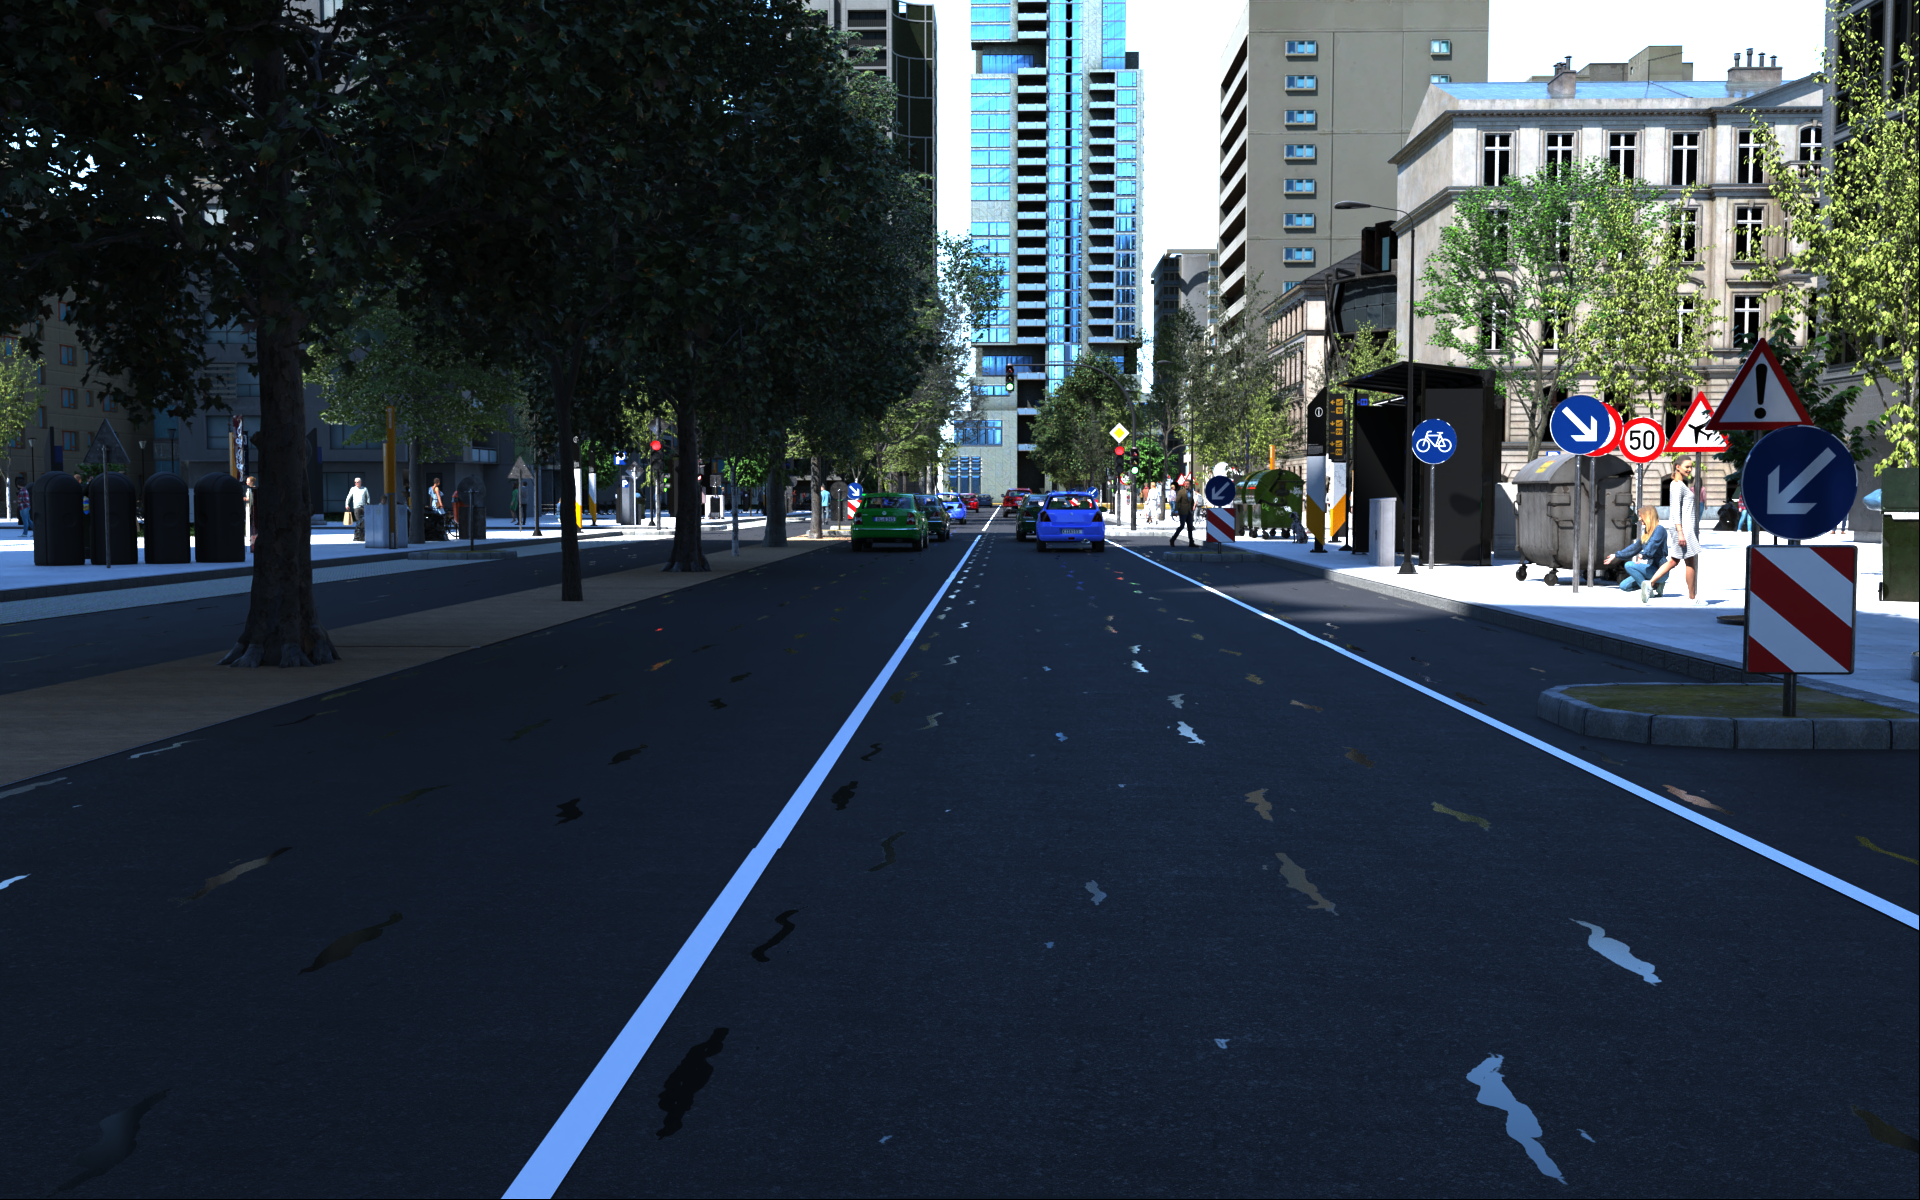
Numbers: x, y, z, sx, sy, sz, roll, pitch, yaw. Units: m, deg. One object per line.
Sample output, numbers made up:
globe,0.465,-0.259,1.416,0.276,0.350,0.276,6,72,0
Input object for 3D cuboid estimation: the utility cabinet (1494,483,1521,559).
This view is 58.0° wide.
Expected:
utility cabinet,11.077,-1.541,33.870,1.173,1.500,0.318,2,4,28

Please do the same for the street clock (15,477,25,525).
street clock,-38.815,-4.097,71.548,0.471,2.002,0.358,3,5,44

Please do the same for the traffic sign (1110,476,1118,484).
traffic sign,10.934,-7.459,122.064,0.768,2.556,0.104,0,4,2

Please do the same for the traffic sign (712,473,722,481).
traffic sign,-14.668,-6.344,103.822,0.768,2.556,0.104,1,4,8

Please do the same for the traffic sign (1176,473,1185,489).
traffic sign,13.604,-6.508,106.408,0.884,2.594,0.081,0,4,3

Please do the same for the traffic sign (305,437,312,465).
traffic sign,-13.809,-2.190,35.915,0.768,2.556,0.104,0,4,5

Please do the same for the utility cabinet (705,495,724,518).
utility cabinet,-13.364,-5.089,94.366,1.020,1.237,0.306,1,4,9

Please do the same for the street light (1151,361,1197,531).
street light,7.554,-5.374,60.408,1.470,5.913,1.316,0,4,2

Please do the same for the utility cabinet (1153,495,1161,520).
utility cabinet,10.057,-4.653,87.233,0.306,1.237,1.020,2,4,26

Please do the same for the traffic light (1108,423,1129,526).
traffic light,6.272,-4.867,68.493,0.839,4.253,0.868,0,4,2

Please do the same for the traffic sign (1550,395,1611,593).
traffic sign,7.984,-1.363,22.383,0.768,2.556,0.104,0,4,4

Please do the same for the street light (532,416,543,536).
street light,-12.289,-4.882,52.368,1.470,5.913,1.316,0,4,2

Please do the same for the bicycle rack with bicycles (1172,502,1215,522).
bicycle rack with bicycles,11.215,-4.072,79.958,2.925,0.926,2.852,0,4,-6

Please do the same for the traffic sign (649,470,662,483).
traffic sign,-15.640,-5.455,89.290,0.768,2.556,0.104,0,4,2

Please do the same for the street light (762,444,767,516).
street light,-10.911,-7.907,101.824,1.470,5.913,1.316,0,4,2

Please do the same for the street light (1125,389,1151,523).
street light,7.904,-6.390,77.022,1.470,5.913,1.316,0,4,2

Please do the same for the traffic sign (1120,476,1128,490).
traffic sign,9.432,-6.007,98.320,0.768,2.556,0.104,0,4,6

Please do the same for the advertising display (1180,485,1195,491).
advertising display,14.022,-6.211,106.760,0.974,1.923,0.123,2,4,31

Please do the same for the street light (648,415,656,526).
street light,-11.769,-5.901,69.019,1.470,5.913,1.316,0,4,2

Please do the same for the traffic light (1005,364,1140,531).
traffic light,3.956,-5.245,60.428,4.771,5.953,1.251,0,4,2

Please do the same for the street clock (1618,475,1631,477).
street clock,23.293,-3.436,60.746,0.358,2.002,0.471,-1,4,-19

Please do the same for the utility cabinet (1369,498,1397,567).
utility cabinet,7.558,-1.216,31.039,0.306,1.237,1.020,0,4,3

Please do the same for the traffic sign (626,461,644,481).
traffic sign,-12.938,-4.229,68.883,0.795,2.593,0.064,1,4,11

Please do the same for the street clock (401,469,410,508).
street clock,-16.118,-2.811,50.524,0.358,2.002,0.471,-1,4,-20

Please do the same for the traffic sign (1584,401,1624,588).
traffic sign,8.636,-1.440,23.650,0.768,2.556,0.104,0,4,3

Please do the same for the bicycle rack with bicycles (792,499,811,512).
bicycle rack with bicycles,-12.063,-6.717,123.199,2.925,0.926,2.852,-3,5,-41

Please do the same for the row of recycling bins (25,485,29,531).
row of recycling bins,-31.284,-3.311,61.244,3.534,1.692,1.069,0,4,-4

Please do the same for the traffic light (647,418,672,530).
traffic light,-10.606,-4.406,60.957,0.839,4.253,0.868,0,4,2

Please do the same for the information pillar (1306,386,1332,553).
information pillar,7.806,-2.846,37.891,0.183,3.616,0.504,-3,4,-38

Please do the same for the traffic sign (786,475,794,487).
traffic sign,-11.426,-7.035,115.033,0.884,2.594,0.081,0,4,5

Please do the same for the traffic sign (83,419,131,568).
traffic sign,-14.719,-1.827,29.867,0.884,2.594,0.081,1,4,8

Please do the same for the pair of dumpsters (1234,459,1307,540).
pair of dumpsters,9.004,-2.924,50.304,1.574,2.255,4.437,0,4,2

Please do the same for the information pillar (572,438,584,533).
information pillar,-12.645,-4.014,56.990,0.504,3.616,0.183,2,4,31

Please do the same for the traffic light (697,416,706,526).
traffic light,-8.290,-5.764,68.916,4.771,5.953,1.251,0,4,2

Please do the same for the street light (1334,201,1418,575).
street light,6.633,-3.368,27.605,1.470,5.913,1.316,0,4,2

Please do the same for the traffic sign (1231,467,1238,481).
traffic sign,12.081,-4.662,76.230,0.884,2.594,0.081,0,4,6

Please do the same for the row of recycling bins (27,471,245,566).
row of recycling bins,-15.090,-1.518,31.936,3.534,1.692,1.069,-2,4,-32

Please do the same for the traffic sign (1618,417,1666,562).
traffic sign,11.232,-1.744,28.615,0.768,2.556,0.104,0,4,5

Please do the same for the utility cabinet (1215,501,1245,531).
utility cabinet,9.206,-2.927,59.020,1.020,1.237,0.306,1,4,10

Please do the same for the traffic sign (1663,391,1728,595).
traffic sign,9.360,-1.344,21.986,0.884,2.594,0.081,0,4,5

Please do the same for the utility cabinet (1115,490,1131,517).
utility cabinet,9.338,-5.434,97.523,1.173,1.500,0.318,2,4,33

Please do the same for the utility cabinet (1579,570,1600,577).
utility cabinet,9.853,-1.110,26.820,0.318,1.500,1.173,2,4,34

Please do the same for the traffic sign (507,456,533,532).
traffic sign,-14.858,-3.577,58.490,0.884,2.594,0.081,0,4,2

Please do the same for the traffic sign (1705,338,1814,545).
traffic sign,6.667,-0.886,14.497,0.884,2.594,0.081,0,4,5

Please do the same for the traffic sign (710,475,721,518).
traffic sign,-13.274,-5.620,94.021,0.606,2.300,0.079,1,4,10

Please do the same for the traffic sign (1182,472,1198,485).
traffic sign,13.264,-6.105,99.820,0.884,2.594,0.081,1,4,11

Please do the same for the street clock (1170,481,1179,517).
street clock,12.250,-5.771,98.922,0.471,2.002,0.358,0,4,-1

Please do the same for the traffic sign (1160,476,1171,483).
traffic sign,12.429,-6.443,105.441,0.768,2.556,0.104,0,4,7

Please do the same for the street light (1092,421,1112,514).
street light,9.051,-8.396,109.819,1.470,5.913,1.316,0,4,2

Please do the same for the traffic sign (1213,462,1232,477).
traffic sign,10.477,-4.222,69.133,0.768,2.556,0.104,1,4,9

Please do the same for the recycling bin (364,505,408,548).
recycling bin,-13.674,-1.756,41.263,0.722,1.027,0.722,2,4,32

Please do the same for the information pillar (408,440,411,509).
information pillar,-19.557,-4.333,62.197,0.504,3.616,0.183,1,4,9

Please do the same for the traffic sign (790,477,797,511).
traffic sign,-12.182,-7.677,125.621,0.768,2.556,0.104,1,4,11

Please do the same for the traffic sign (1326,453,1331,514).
traffic sign,11.421,-3.247,53.192,0.768,2.556,0.104,1,4,10

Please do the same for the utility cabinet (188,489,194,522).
utility cabinet,-31.363,-3.850,71.620,1.173,1.500,0.318,-1,4,-13

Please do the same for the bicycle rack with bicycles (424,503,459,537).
bicycle rack with bicycles,-15.817,-2.383,52.349,2.925,0.926,2.852,3,4,38

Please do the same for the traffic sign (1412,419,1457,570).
traffic sign,8.014,-1.790,29.376,0.768,2.556,0.104,0,4,2
